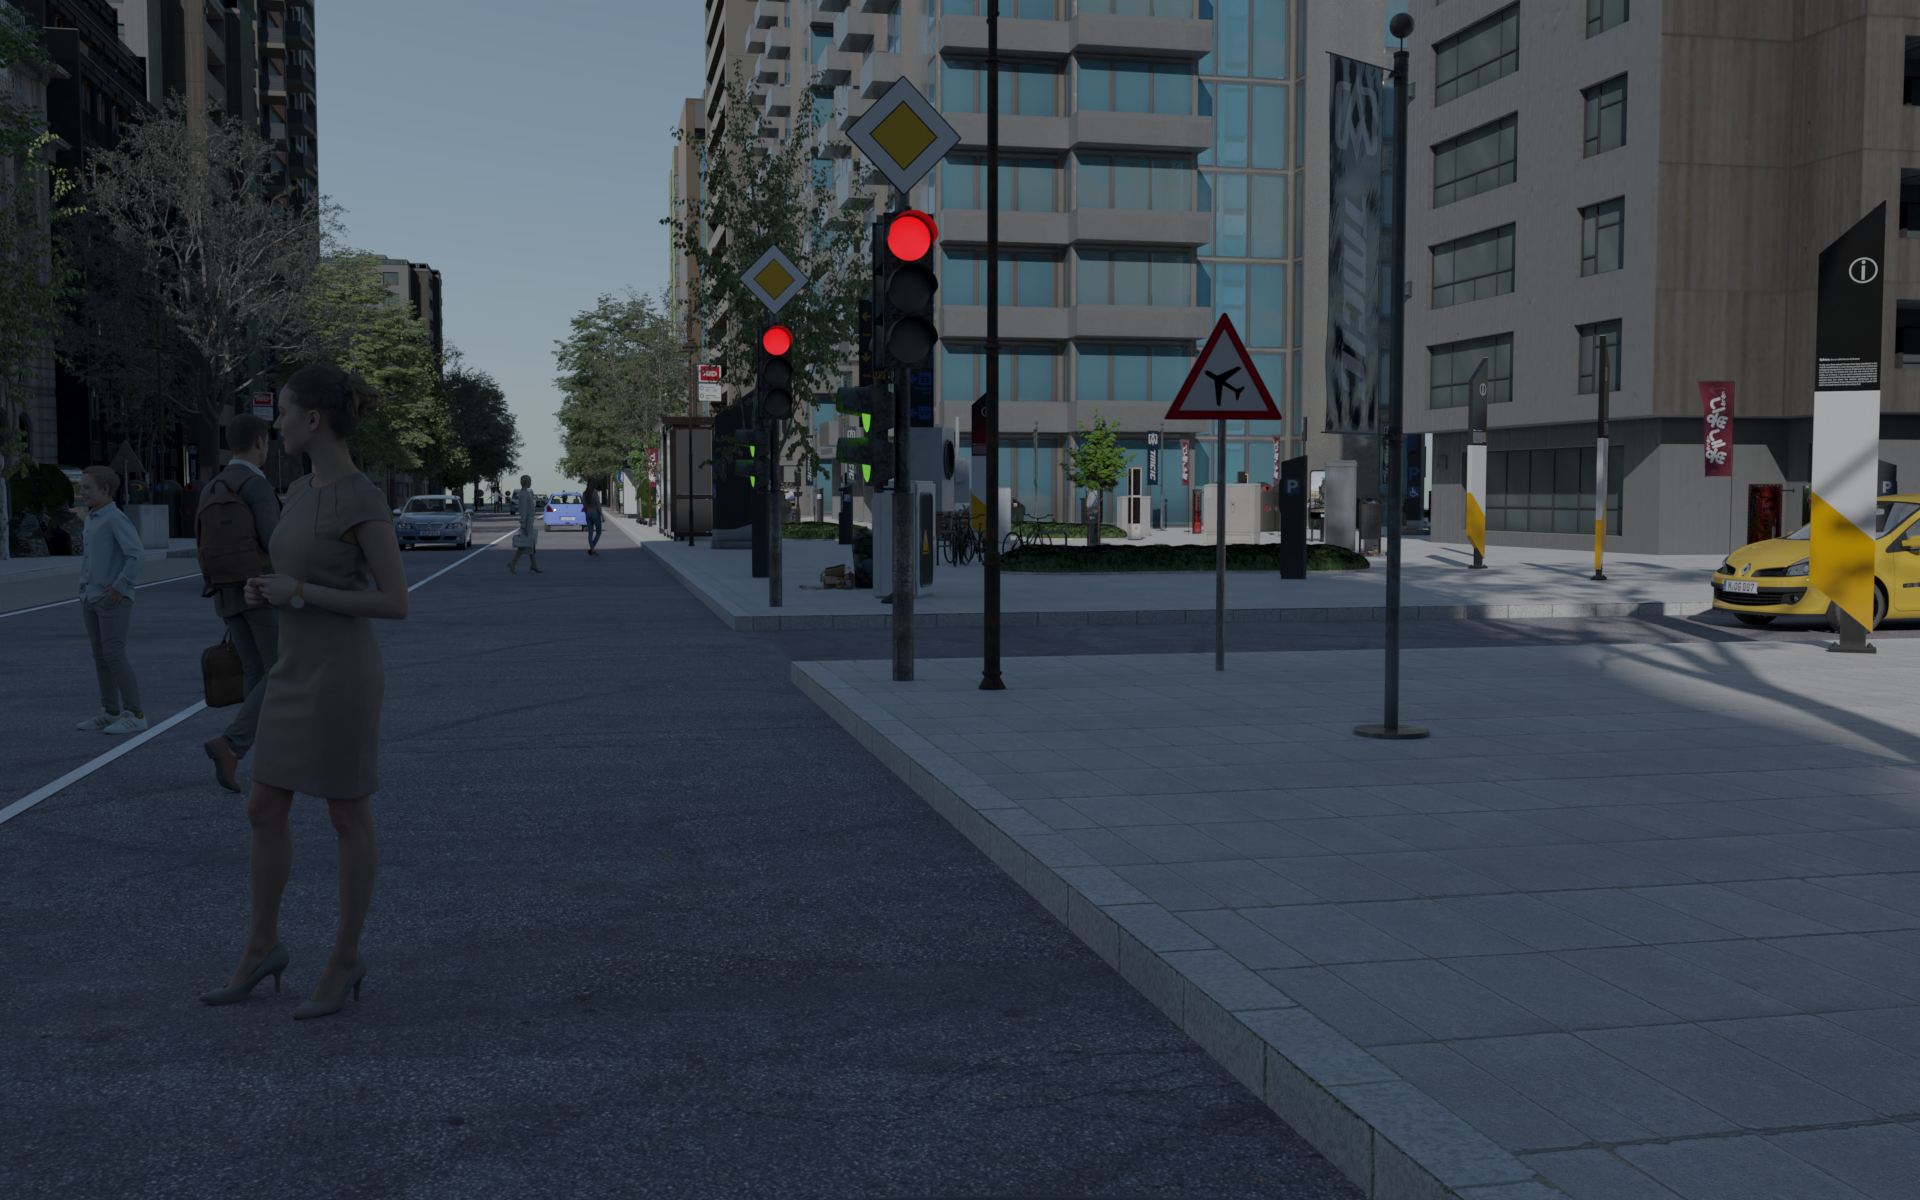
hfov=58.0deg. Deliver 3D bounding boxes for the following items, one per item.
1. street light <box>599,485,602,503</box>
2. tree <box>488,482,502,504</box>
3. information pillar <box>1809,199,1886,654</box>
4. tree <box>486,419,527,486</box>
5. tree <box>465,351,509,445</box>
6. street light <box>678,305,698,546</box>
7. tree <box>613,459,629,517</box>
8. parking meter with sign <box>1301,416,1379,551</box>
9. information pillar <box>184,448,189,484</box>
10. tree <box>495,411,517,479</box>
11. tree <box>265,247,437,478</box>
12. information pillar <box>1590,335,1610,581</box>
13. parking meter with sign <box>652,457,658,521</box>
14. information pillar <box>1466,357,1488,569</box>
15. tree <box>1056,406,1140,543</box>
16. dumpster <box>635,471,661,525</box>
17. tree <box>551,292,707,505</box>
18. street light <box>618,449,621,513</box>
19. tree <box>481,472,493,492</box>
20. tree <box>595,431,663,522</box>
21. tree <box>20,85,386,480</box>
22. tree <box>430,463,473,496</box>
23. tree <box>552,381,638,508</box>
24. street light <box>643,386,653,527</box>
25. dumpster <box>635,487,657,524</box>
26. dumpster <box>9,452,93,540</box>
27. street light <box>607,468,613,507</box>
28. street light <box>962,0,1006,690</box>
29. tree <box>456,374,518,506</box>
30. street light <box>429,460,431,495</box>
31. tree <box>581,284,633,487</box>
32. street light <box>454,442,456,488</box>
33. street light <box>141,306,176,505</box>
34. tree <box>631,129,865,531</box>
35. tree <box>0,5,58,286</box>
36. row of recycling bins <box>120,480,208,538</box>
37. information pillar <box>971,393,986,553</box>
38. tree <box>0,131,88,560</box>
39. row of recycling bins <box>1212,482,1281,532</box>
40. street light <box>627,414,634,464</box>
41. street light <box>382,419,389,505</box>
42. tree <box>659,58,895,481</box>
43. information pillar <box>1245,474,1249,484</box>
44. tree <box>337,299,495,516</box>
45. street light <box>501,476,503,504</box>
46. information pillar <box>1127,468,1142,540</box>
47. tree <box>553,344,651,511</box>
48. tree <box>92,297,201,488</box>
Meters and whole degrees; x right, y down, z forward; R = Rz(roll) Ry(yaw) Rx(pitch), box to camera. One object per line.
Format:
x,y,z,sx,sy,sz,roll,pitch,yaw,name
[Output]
-40.527,-13.724,197.173,0.468,5.910,1.993,-1,4,-12,street light
-61.345,-14.312,228.603,1.663,3.219,1.824,0,3,0,tree
7.162,-1.383,13.970,0.504,3.616,0.183,2,4,24,information pillar
-63.851,-19.181,239.364,9.928,11.665,9.643,0,3,0,tree
-38.961,-13.404,129.524,12.009,13.543,11.850,0,3,0,tree
-6.608,-4.261,42.451,0.468,5.910,1.993,-1,4,-12,street light
-18.287,-6.157,95.266,1.663,3.219,1.824,0,3,0,tree
8.580,-2.614,38.997,1.738,3.016,0.543,0,4,7,parking meter with sign
-36.773,-5.570,82.418,0.504,3.616,0.183,3,5,42,information pillar
-44.705,-14.576,155.322,9.611,12.733,9.660,0,3,0,tree
-28.356,-9.921,80.330,7.486,12.596,7.792,0,3,0,tree
9.573,-2.107,25.811,0.183,3.616,0.504,2,4,29,information pillar
-14.165,-5.343,83.617,1.738,3.016,0.543,-3,5,-39,parking meter with sign
8.846,-2.340,29.617,0.504,3.616,0.183,-3,5,-43,information pillar
3.045,-2.668,38.224,1.663,3.219,1.824,0,3,0,tree
-12.682,-4.239,71.800,1.502,2.255,1.985,-1,4,-12,dumpster
-20.650,-12.302,107.796,9.857,13.997,8.962,0,3,0,tree
-23.052,-8.823,117.049,0.468,5.910,1.993,-1,4,-12,street light
-58.900,-16.286,216.632,4.737,8.622,4.395,0,3,0,tree
-13.879,-5.903,80.227,4.285,4.588,4.351,0,3,0,tree
-22.669,-8.686,52.392,12.009,13.543,11.850,0,3,0,tree
-42.737,-9.895,145.494,4.285,4.588,4.351,0,3,0,tree
-31.347,-14.987,155.407,12.009,13.543,11.850,0,3,0,tree
-12.121,-5.801,67.636,0.468,5.910,1.993,-1,4,-12,street light
-13.515,-4.268,75.536,1.264,1.857,1.865,-1,4,-12,dumpster
-21.112,-2.308,40.230,1.502,2.255,1.985,-1,4,-12,dumpster
-28.479,-10.346,141.941,0.468,5.910,1.993,-1,4,-12,street light
0.211,-2.351,11.228,0.468,5.910,1.993,-1,4,-12,street light
-51.480,-16.955,183.873,9.857,13.997,8.962,0,3,0,tree
-35.809,-8.817,116.944,0.468,5.910,1.993,-1,4,-12,street light
-10.576,-6.654,59.159,4.360,8.622,3.978,0,3,0,tree
-41.333,-10.338,141.815,0.468,5.910,1.993,-1,4,-12,street light
-19.682,-4.274,42.660,0.468,5.910,1.993,-1,4,-12,street light
-3.981,-5.224,35.774,4.360,8.622,3.978,0,3,0,tree
-16.413,-5.994,23.763,9.928,11.665,9.643,0,3,0,tree
-22.638,-2.647,50.399,3.534,1.692,1.069,0,4,1,row of recycling bins
0.500,-2.833,37.668,0.504,3.616,0.183,0,4,5,information pillar
-18.652,-5.065,33.167,4.737,8.622,4.395,0,3,0,tree
9.847,-3.151,58.638,3.534,1.692,1.069,-2,4,-27,row of recycling bins
-17.647,-7.328,92.600,0.468,5.910,1.993,-1,4,-12,street light
-30.433,-7.294,92.040,0.468,5.910,1.993,-1,4,-12,street light
-3.048,-4.882,30.176,4.737,8.622,4.395,0,3,0,tree
10.376,-3.590,63.194,0.304,2.012,0.304,1,4,16,information pillar
-33.566,-11.311,101.944,9.611,12.733,9.660,0,3,0,tree
-59.051,-15.314,223.173,0.468,5.910,1.993,-1,4,-12,street light
4.842,-2.665,48.059,0.304,2.012,0.304,-1,4,-17,information pillar
-25.909,-13.080,130.857,9.611,12.733,9.660,0,3,0,tree
-30.300,-6.975,64.404,4.360,8.622,3.978,0,3,0,tree
